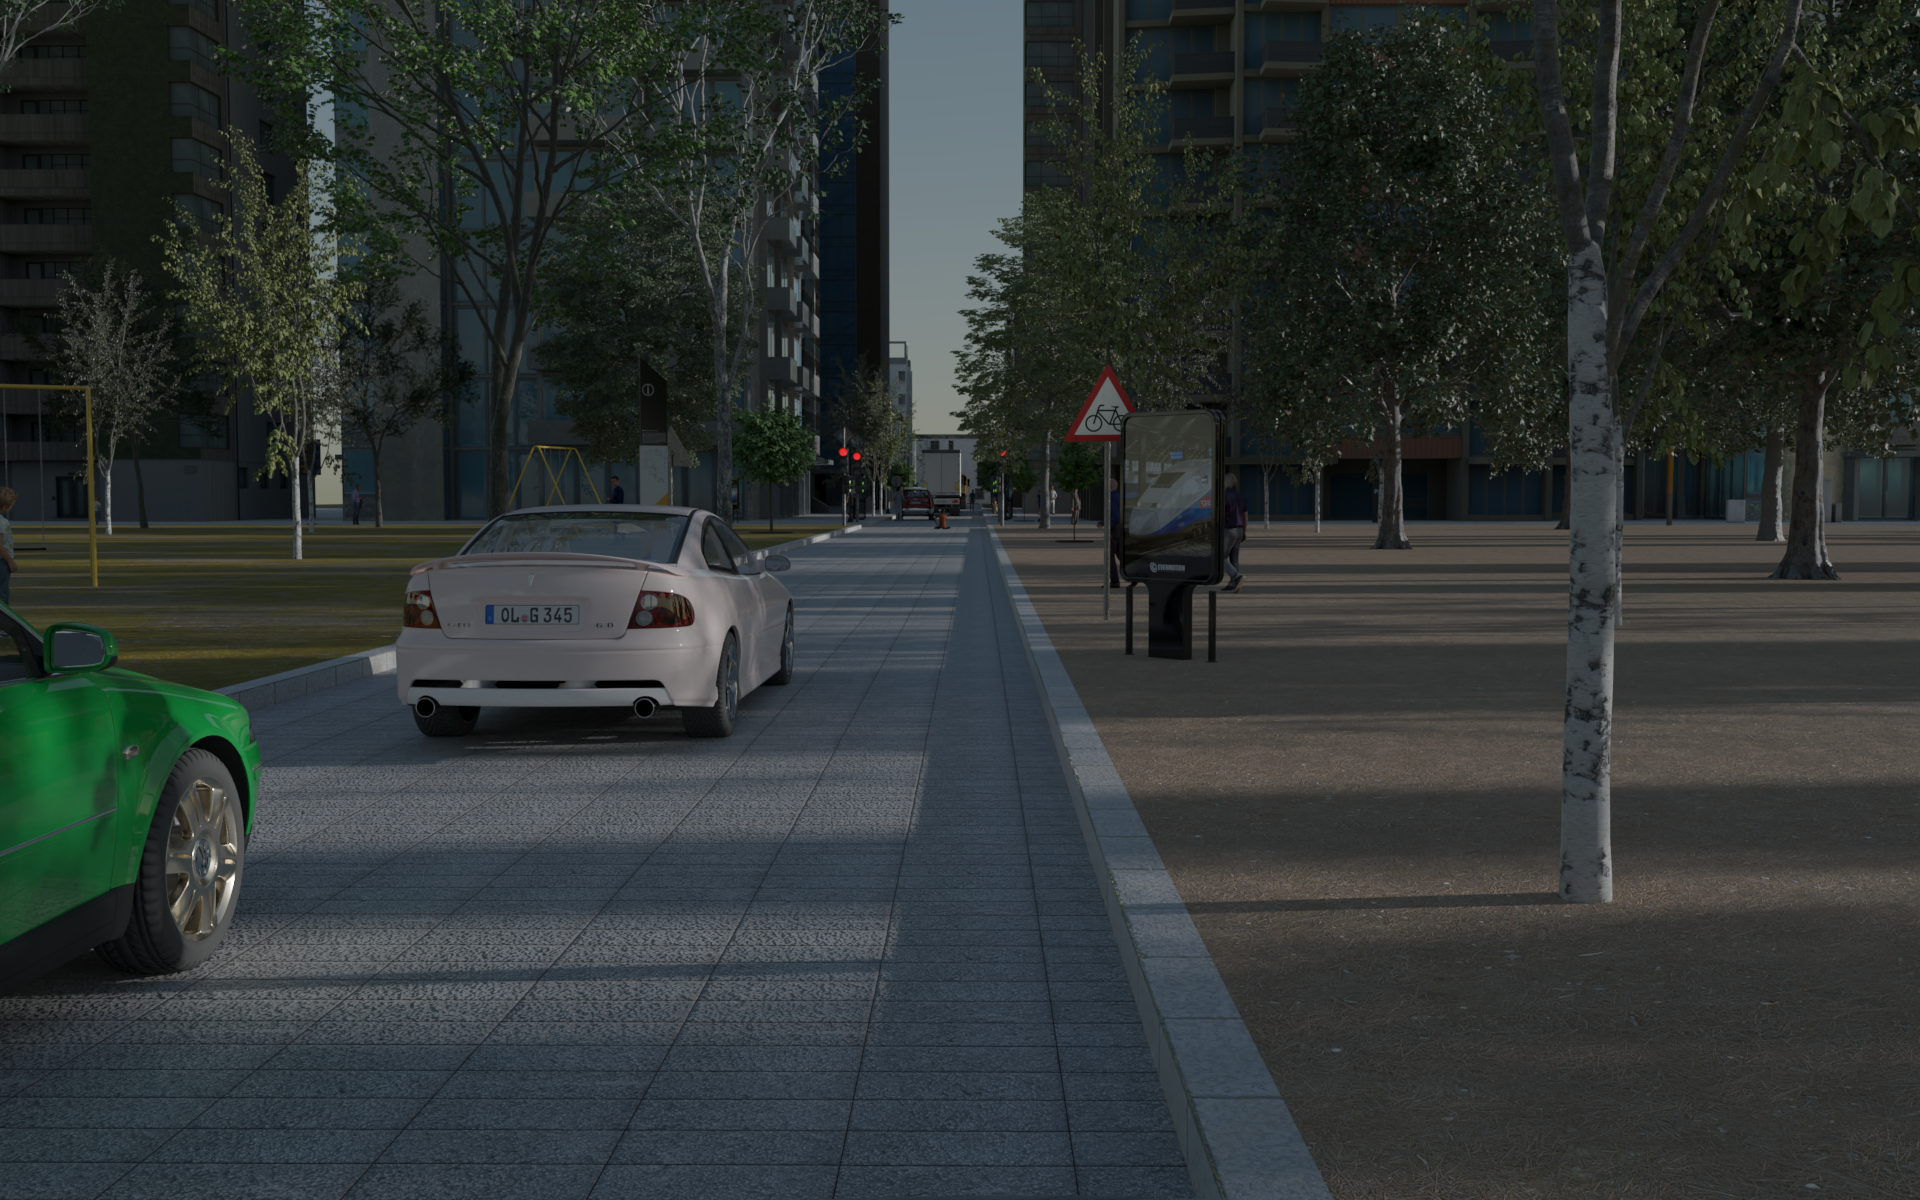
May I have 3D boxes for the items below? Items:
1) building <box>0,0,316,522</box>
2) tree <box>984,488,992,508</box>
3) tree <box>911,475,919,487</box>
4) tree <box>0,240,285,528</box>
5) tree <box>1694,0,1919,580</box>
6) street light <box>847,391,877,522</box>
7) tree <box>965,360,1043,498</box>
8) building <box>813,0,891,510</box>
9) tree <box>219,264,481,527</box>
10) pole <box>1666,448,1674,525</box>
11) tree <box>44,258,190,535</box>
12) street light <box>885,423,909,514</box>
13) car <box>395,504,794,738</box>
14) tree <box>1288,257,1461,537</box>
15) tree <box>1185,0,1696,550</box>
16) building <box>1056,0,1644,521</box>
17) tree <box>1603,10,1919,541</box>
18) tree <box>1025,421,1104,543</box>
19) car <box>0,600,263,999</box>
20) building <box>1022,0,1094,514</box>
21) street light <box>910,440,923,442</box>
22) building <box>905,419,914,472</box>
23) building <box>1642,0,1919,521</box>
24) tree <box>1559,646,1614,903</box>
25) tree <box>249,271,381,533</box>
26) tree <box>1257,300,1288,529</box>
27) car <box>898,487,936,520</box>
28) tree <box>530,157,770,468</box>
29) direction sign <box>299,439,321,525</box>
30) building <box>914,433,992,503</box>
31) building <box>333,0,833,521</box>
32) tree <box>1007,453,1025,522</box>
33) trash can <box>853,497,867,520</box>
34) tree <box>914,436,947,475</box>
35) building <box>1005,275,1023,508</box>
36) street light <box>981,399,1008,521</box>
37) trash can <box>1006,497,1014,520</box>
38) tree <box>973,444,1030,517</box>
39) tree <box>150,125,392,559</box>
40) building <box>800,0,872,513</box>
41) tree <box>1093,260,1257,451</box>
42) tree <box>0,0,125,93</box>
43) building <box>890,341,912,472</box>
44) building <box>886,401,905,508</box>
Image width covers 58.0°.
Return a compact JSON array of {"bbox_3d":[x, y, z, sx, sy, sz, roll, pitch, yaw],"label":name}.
[{"bbox_3d":[-41.971,-19.260,86.607,14.107,30.474,14.160,0,4,1],"label":"building"},{"bbox_3d":[2.892,-10.220,161.705,1.663,3.219,1.824,0,3,0],"label":"tree"},{"bbox_3d":[-4.763,-10.427,165.089,1.663,3.219,1.824,0,3,0],"label":"tree"},{"bbox_3d":[-30.821,-7.952,64.430,7.601,10.594,8.767,0,4,2],"label":"tree"},{"bbox_3d":[12.829,-6.654,25.793,9.611,12.733,9.660,0,3,0],"label":"tree"},{"bbox_3d":[-4.428,-6.472,78.353,1.470,5.913,1.316,0,4,1],"label":"street light"},{"bbox_3d":[2.508,-8.792,94.108,4.360,8.622,3.978,0,3,0],"label":"tree"},{"bbox_3d":[-13.002,-30.027,141.058,14.600,45.320,14.200,0,4,1],"label":"building"},{"bbox_3d":[-22.413,-8.107,66.960,8.767,10.594,7.601,0,4,3],"label":"tree"},{"bbox_3d":[29.009,-4.704,70.746,0.158,3.312,0.155,0,3,0],"label":"pole"},{"bbox_3d":[-26.985,-6.398,54.968,4.360,8.622,3.978,0,3,0],"label":"tree"},{"bbox_3d":[-4.174,-8.599,113.137,1.470,5.913,1.316,0,4,1],"label":"street light"},{"bbox_3d":[-2.232,0.048,11.585,2.083,1.381,4.827,0,4,1],"label":"car"},{"bbox_3d":[12.628,-6.149,50.905,4.360,8.622,3.978,0,3,0],"label":"tree"},{"bbox_3d":[10.100,-7.538,40.260,9.611,12.733,9.660,0,3,0],"label":"tree"},{"bbox_3d":[19.664,-26.627,89.971,28.867,44.769,22.147,0,4,1],"label":"building"},{"bbox_3d":[22.319,-8.598,47.227,9.857,13.997,8.962,0,3,0],"label":"tree"},{"bbox_3d":[2.929,-3.140,45.941,1.663,3.219,1.824,0,3,0],"label":"tree"},{"bbox_3d":[-3.146,0.304,3.821,1.959,1.807,4.718,0,3,0],"label":"car"},{"bbox_3d":[11.264,-26.578,118.140,14.154,41.232,14.086,0,4,1],"label":"building"},{"bbox_3d":[-3.865,-10.710,147.649,1.470,5.913,1.316,0,4,1],"label":"street light"},{"bbox_3d":[-10.565,-15.541,196.243,9.099,9.664,28.070,0,4,1],"label":"building"},{"bbox_3d":[50.277,-28.805,90.567,30.456,49.044,23.786,0,4,1],"label":"building"},{"bbox_3d":[2.089,-3.343,5.028,4.737,8.622,4.395,0,3,0],"label":"tree"},{"bbox_3d":[-21.489,-6.542,57.328,4.360,8.622,3.978,0,3,0],"label":"tree"},{"bbox_3d":[11.695,-6.563,57.662,4.360,8.622,3.978,0,3,0],"label":"tree"},{"bbox_3d":[-2.449,-5.318,95.618,2.281,1.827,5.304,0,4,-1],"label":"car"},{"bbox_3d":[-11.767,-9.666,64.702,9.857,13.997,8.962,0,3,0],"label":"tree"},{"bbox_3d":[-26.773,-4.858,71.425,0.876,3.537,0.379,0,4,3],"label":"direction sign"},{"bbox_3d":[-6.216,-18.424,243.379,28.070,9.664,9.099,0,4,1],"label":"building"},{"bbox_3d":[-19.553,-29.023,94.133,23.786,49.044,30.456,0,4,1],"label":"building"},{"bbox_3d":[2.915,-5.289,81.069,1.663,3.219,1.824,0,3,0],"label":"tree"},{"bbox_3d":[-4.943,-4.512,85.425,0.748,1.137,0.748,0,3,0],"label":"trash can"},{"bbox_3d":[-3.652,-16.423,218.877,4.360,8.622,3.978,0,3,0],"label":"tree"},{"bbox_3d":[19.138,-20.433,178.058,27.936,21.610,32.646,0,4,1],"label":"building"},{"bbox_3d":[1.655,-6.817,84.006,1.470,5.913,1.316,0,4,1],"label":"street light"},{"bbox_3d":[2.369,-4.640,87.516,0.748,1.137,0.748,0,3,0],"label":"trash can"},{"bbox_3d":[2.546,-7.077,99.420,4.285,4.588,4.351,0,3,0],"label":"tree"},{"bbox_3d":[-13.308,-5.107,33.862,4.737,8.622,4.395,0,3,0],"label":"tree"},{"bbox_3d":[-22.718,-26.299,121.863,32.217,40.220,23.993,0,4,1],"label":"building"},{"bbox_3d":[6.289,-6.251,52.560,4.360,8.622,3.978,0,3,0],"label":"tree"},{"bbox_3d":[-26.590,-11.293,40.524,12.611,20.169,13.585,0,3,0],"label":"tree"},{"bbox_3d":[-11.879,-22.254,220.279,11.380,20.091,16.016,0,4,1],"label":"building"},{"bbox_3d":[-10.710,-13.827,168.226,9.099,9.664,28.070,0,4,1],"label":"building"}]
